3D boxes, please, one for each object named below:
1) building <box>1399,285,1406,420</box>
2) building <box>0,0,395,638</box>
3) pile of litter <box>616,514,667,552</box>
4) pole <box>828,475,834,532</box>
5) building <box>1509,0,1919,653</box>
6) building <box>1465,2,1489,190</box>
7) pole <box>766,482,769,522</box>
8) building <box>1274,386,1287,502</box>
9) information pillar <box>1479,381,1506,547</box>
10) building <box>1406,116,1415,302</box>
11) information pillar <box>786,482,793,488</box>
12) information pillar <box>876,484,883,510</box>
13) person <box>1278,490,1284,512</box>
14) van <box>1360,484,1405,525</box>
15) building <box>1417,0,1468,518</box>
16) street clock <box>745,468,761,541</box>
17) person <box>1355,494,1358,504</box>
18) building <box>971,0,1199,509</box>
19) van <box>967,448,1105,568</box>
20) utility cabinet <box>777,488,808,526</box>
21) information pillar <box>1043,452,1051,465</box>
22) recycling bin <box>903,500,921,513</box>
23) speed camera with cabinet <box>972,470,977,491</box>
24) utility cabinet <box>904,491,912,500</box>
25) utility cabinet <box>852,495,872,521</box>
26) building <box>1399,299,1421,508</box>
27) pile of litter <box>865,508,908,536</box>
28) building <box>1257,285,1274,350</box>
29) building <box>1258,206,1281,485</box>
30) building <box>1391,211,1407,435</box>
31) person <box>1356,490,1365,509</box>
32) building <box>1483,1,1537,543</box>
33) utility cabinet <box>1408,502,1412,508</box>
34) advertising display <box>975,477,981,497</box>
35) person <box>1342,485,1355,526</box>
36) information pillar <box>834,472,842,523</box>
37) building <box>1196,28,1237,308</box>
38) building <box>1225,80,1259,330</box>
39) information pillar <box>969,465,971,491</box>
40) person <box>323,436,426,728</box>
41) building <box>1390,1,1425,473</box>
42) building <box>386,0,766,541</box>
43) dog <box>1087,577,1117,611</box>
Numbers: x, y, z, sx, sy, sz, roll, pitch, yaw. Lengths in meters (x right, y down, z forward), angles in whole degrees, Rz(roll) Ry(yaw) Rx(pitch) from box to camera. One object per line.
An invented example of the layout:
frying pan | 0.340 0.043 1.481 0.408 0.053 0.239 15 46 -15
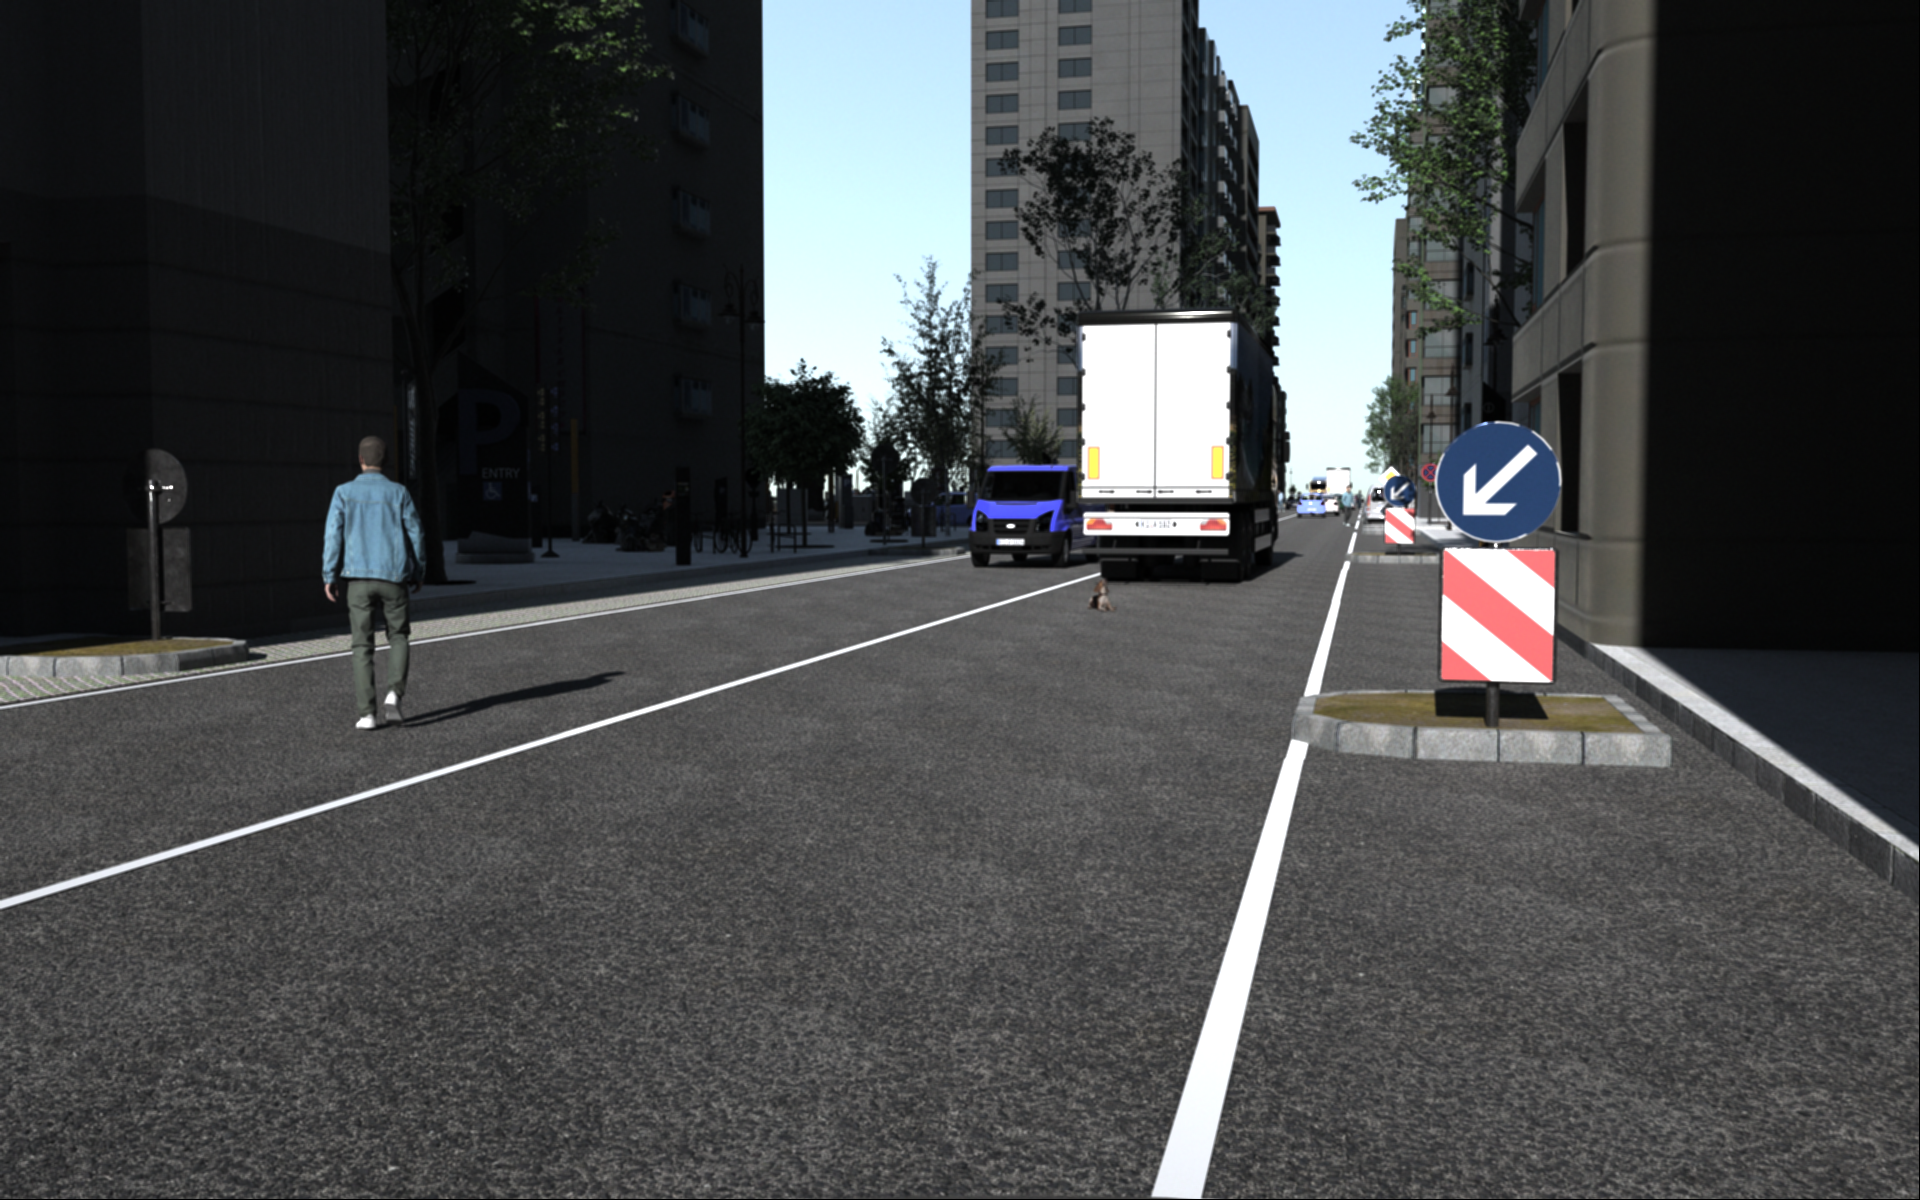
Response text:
building | 67.507 -28.487 237.462 14.160 30.474 14.107 1 4 13
building | -19.780 -28.418 6.636 21.231 58.520 28.212 1 4 13
pile of litter | -7.188 -1.529 38.963 1.176 0.858 1.719 0 4 -4
pole | -4.322 -3.926 58.029 0.158 3.312 0.155 0 3 0
building | 17.540 -9.811 5.444 27.650 21.520 28.899 1 4 13
building | 33.250 -27.620 75.281 21.600 48.544 21.300 1 4 13
pole | -8.776 -5.191 78.717 0.158 3.312 0.155 0 3 0
building | 39.556 -27.087 287.907 27.650 21.520 28.899 1 4 13
information pillar | 10.972 -2.715 35.745 0.504 3.616 0.183 1 4 14
building | 55.226 -30.761 186.533 14.154 41.232 14.086 1 4 13
information pillar | -8.925 -5.272 90.685 0.304 2.012 0.304 -2 4 -35
information pillar | -3.946 -4.932 85.127 0.304 2.012 0.304 -2 4 -27
person | 25.955 -8.039 140.208 0.793 1.790 0.793 0 4 7
van | 18.241 -4.125 74.452 2.013 2.044 4.112 1 4 12
building | 32.892 -25.228 96.072 14.154 41.232 14.086 1 4 13
street clock | -5.648 -2.624 47.475 0.471 2.002 0.358 0 4 3
person | 56.611 -14.447 247.938 0.991 1.433 0.599 -3 4 -36
building | 13.207 -44.012 157.845 20.563 71.187 20.611 1 4 13
van | 1.635 -1.898 35.416 2.240 2.365 5.245 1 4 15
utility cabinet | -6.583 -3.627 67.980 1.173 1.500 0.318 0 4 7
information pillar | 4.710 -6.290 94.200 0.504 3.616 0.183 1 4 8
recycling bin | -2.178 -4.061 78.954 0.722 1.027 0.722 0 4 6
speed camera with cabinet | 1.989 -8.868 139.326 2.038 3.252 0.660 0 4 3
utility cabinet | -3.839 -7.881 137.538 1.173 1.500 0.318 -1 4 -8
utility cabinet | -4.651 -4.312 81.656 1.020 1.237 0.306 2 4 26
building | 56.357 -19.560 164.841 27.650 21.520 28.899 1 4 13
pile of litter | -2.257 -2.430 53.688 1.719 0.858 1.176 -3 5 -39
building | 35.322 -28.458 236.991 14.160 30.474 14.107 1 4 13
building | 36.125 -36.928 258.392 22.147 44.769 28.867 1 4 13
building | 82.046 -40.411 284.426 21.300 48.544 21.600 1 4 13
person | 39.426 -9.915 170.694 0.705 1.814 1.350 -2 4 -28
building | 24.480 -30.663 43.336 21.231 58.520 28.212 1 4 13
utility cabinet | 32.693 -7.001 125.628 0.306 1.237 1.020 1 4 19
advertising display | 1.151 -4.246 74.629 0.974 1.923 0.123 0 4 7
person | 17.477 -4.258 78.144 0.660 1.820 0.620 -2 4 -33
information pillar | -5.307 -5.218 76.669 0.504 3.616 0.183 0 4 5
building | 17.416 -34.502 183.711 23.786 49.044 30.456 1 4 13
building | 24.431 -35.784 208.770 21.300 48.544 21.600 1 4 13
information pillar | 0.776 -8.543 131.033 0.183 3.616 0.504 1 4 9
person | -3.556 -0.104 10.542 0.601 1.785 0.444 -1 4 -19
building | 76.062 -57.776 257.311 22.319 86.520 31.000 1 4 13
building | -19.925 -26.409 55.497 21.600 48.544 21.300 1 4 13
dog | 1.822 -0.081 21.516 0.550 0.427 0.748 2 4 33
